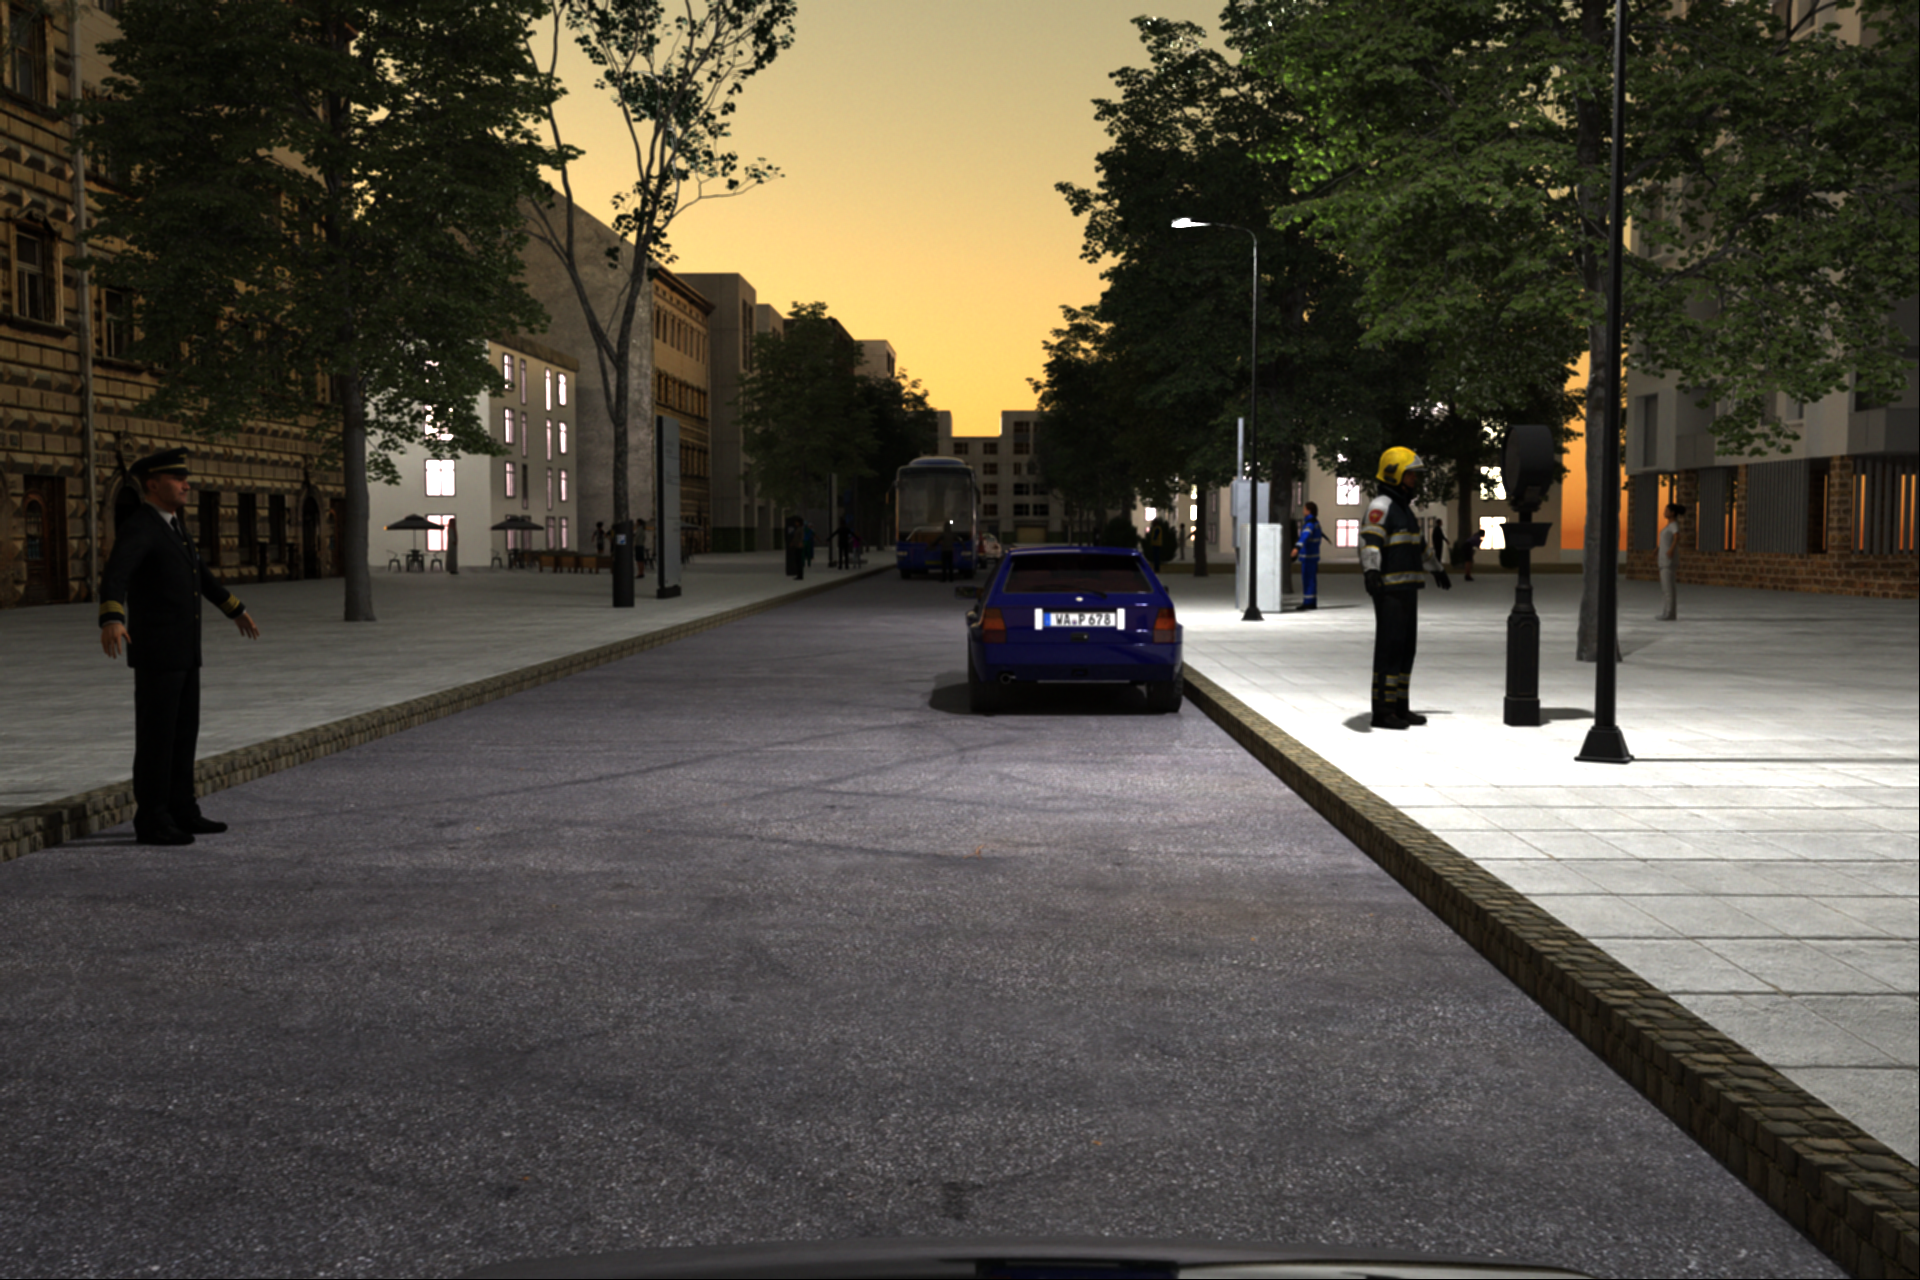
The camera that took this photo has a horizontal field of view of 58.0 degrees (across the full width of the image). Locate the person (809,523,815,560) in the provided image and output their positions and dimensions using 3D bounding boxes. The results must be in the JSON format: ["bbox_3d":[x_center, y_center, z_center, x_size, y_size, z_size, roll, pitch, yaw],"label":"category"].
[{"bbox_3d":[-7.539,-4.984,87.338,0.705,1.847,1.347,1,4,14],"label":"person"}]

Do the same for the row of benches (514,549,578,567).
[{"bbox_3d":[-16.790,-3.347,70.184,1.422,0.672,4.104,1,4,18],"label":"row of benches"}]

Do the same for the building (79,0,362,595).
[{"bbox_3d":[-27.380,-12.947,42.609,19.493,23.208,18.063,0,4,0],"label":"building"}]

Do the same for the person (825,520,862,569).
[{"bbox_3d":[-4.239,-3.473,62.967,1.347,1.806,0.705,-1,4,-10],"label":"person"}]

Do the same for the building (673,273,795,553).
[{"bbox_3d":[-22.970,-16.331,133.472,16.747,18.905,31.486,0,4,1],"label":"building"}]

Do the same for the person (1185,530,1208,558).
[{"bbox_3d":[12.858,-5.391,93.911,1.354,1.858,0.705,-1,4,-14],"label":"person"}]

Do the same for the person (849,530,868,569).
[{"bbox_3d":[-3.868,-3.382,64.562,0.991,1.433,0.599,-2,4,-25],"label":"person"}]

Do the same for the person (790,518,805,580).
[{"bbox_3d":[-4.600,-2.568,48.751,0.721,1.744,1.215,-1,4,-18],"label":"person"}]

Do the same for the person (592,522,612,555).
[{"bbox_3d":[-15.942,-4.327,76.884,1.345,1.843,0.704,3,5,39],"label":"person"}]

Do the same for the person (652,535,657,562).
[{"bbox_3d":[-13.957,-4.521,80.050,0.704,1.812,1.346,0,4,4],"label":"person"}]

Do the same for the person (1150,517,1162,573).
[{"bbox_3d":[6.473,-3.145,57.395,0.705,1.833,1.349,1,4,11],"label":"person"}]

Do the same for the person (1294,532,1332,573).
[{"bbox_3d":[11.545,-3.070,56.654,1.216,1.772,0.721,1,4,9],"label":"person"}]

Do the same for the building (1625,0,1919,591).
[{"bbox_3d":[23.675,-11.609,46.226,16.016,20.090,11.380,0,4,1],"label":"building"}]

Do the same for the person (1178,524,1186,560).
[{"bbox_3d":[11.033,-4.895,86.218,0.705,1.806,1.347,0,4,-3],"label":"person"}]

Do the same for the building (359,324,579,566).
[{"bbox_3d":[-22.868,-8.646,83.514,9.099,9.664,28.070,0,4,2],"label":"building"}]

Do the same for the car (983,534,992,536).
[{"bbox_3d":[2.086,-8.598,149.380,1.959,1.807,4.718,0,4,1],"label":"car"}]

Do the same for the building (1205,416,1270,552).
[{"bbox_3d":[22.775,-11.010,122.168,9.099,9.664,28.070,0,4,1],"label":"building"}]

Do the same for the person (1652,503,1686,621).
[{"bbox_3d":[10.490,-1.165,25.813,0.721,1.739,1.217,1,4,12],"label":"person"}]

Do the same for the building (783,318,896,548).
[{"bbox_3d":[-21.719,-20.602,180.815,27.936,21.610,32.646,0,4,2],"label":"building"}]

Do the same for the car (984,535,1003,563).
[{"bbox_3d":[1.110,-4.526,86.366,2.083,1.381,4.827,0,4,1],"label":"car"}]

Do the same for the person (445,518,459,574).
[{"bbox_3d":[-16.271,-3.026,55.624,0.704,1.811,1.347,-1,4,-15],"label":"person"}]

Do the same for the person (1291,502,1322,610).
[{"bbox_3d":[5.909,-1.433,29.409,0.704,1.831,1.345,2,4,26],"label":"person"}]

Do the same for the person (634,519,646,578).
[{"bbox_3d":[-9.352,-2.651,50.169,0.721,1.735,1.217,0,4,8],"label":"person"}]

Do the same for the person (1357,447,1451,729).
[{"bbox_3d":[2.921,-0.351,11.506,0.704,1.858,1.351,2,4,35],"label":"person"}]

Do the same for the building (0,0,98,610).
[{"bbox_3d":[-25.544,-11.740,22.881,19.493,23.208,18.063,0,4,1],"label":"building"}]

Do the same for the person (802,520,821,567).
[{"bbox_3d":[-5.992,-3.737,67.224,1.347,1.817,0.704,-2,4,-24],"label":"person"}]

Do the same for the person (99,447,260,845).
[{"bbox_3d":[-3.694,0.017,8.120,0.705,1.837,1.347,0,4,3],"label":"person"}]

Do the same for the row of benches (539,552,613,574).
[{"bbox_3d":[-12.716,-2.548,57.115,1.422,0.672,4.104,-3,5,-40],"label":"row of benches"}]

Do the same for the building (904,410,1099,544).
[{"bbox_3d":[6.040,-23.554,254.024,31.486,18.905,16.747,0,4,1],"label":"building"}]

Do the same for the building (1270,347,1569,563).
[{"bbox_3d":[22.751,-9.090,90.765,9.099,9.664,28.070,0,4,2],"label":"building"}]

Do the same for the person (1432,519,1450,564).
[{"bbox_3d":[16.511,-3.269,59.666,0.704,1.802,1.346,0,4,-6],"label":"person"}]

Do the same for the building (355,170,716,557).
[{"bbox_3d":[-26.195,-16.850,106.427,19.493,23.208,18.063,0,4,2],"label":"building"}]

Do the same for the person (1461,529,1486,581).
[{"bbox_3d":[14.043,-2.332,47.404,0.697,1.427,0.421,0,4,-7],"label":"person"}]

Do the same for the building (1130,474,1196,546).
[{"bbox_3d":[23.989,-15.567,196.673,9.099,9.664,28.070,0,4,1],"label":"building"}]

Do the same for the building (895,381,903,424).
[{"bbox_3d":[-22.478,-23.548,228.990,27.936,21.610,32.646,0,4,2],"label":"building"}]

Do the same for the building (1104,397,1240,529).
[{"bbox_3d":[27.625,-23.981,223.024,19.493,23.208,18.063,0,4,1],"label":"building"}]

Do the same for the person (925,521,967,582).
[{"bbox_3d":[-0.392,-2.631,51.595,1.348,1.813,0.705,-2,4,-23],"label":"person"}]

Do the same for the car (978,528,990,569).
[{"bbox_3d":[0.127,-3.917,72.719,2.281,1.827,5.304,0,4,1],"label":"car"}]

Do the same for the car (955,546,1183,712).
[{"bbox_3d":[0.927,-0.166,15.295,1.945,1.354,3.894,0,3,0],"label":"car"}]

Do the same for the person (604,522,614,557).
[{"bbox_3d":[-16.878,-4.819,84.568,1.354,1.856,0.705,1,4,9],"label":"person"}]
